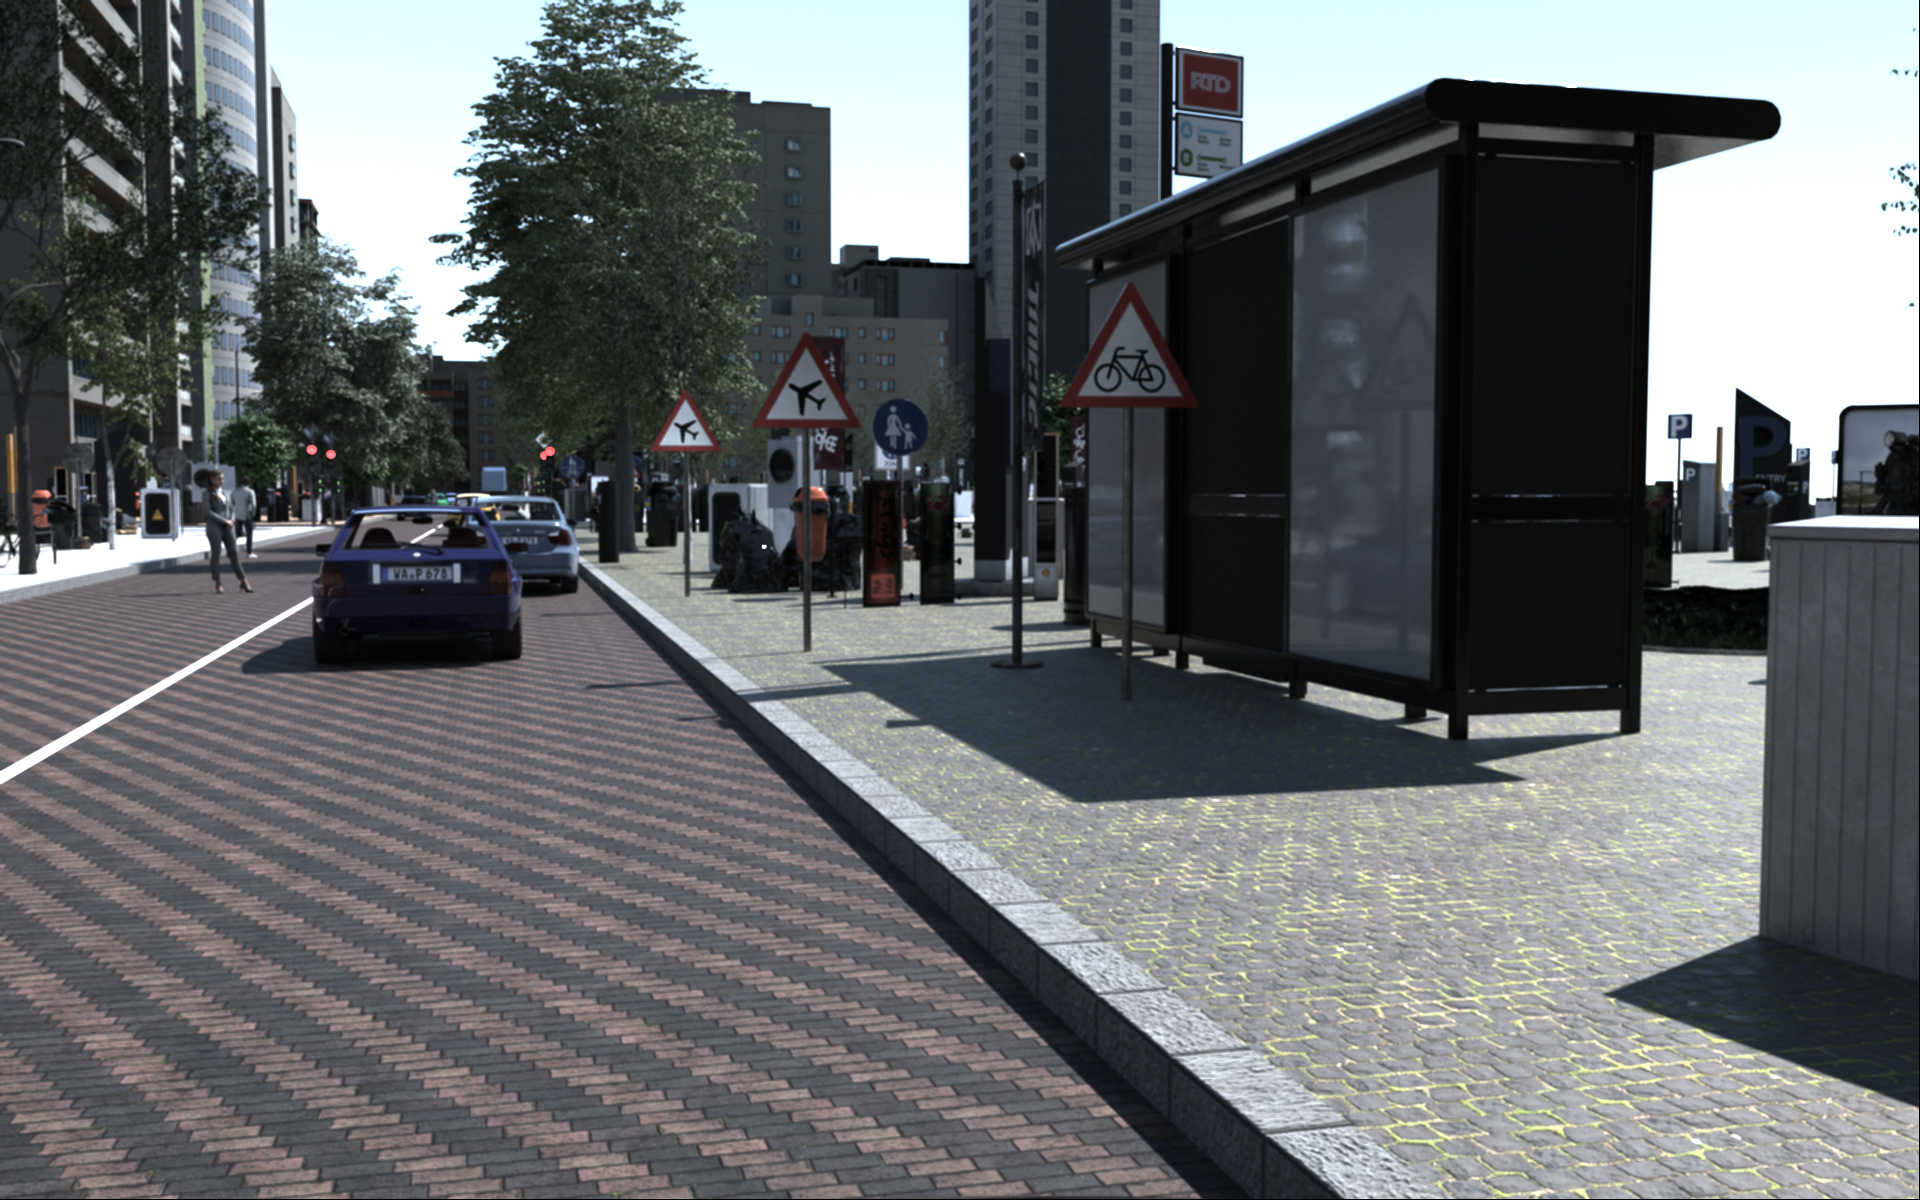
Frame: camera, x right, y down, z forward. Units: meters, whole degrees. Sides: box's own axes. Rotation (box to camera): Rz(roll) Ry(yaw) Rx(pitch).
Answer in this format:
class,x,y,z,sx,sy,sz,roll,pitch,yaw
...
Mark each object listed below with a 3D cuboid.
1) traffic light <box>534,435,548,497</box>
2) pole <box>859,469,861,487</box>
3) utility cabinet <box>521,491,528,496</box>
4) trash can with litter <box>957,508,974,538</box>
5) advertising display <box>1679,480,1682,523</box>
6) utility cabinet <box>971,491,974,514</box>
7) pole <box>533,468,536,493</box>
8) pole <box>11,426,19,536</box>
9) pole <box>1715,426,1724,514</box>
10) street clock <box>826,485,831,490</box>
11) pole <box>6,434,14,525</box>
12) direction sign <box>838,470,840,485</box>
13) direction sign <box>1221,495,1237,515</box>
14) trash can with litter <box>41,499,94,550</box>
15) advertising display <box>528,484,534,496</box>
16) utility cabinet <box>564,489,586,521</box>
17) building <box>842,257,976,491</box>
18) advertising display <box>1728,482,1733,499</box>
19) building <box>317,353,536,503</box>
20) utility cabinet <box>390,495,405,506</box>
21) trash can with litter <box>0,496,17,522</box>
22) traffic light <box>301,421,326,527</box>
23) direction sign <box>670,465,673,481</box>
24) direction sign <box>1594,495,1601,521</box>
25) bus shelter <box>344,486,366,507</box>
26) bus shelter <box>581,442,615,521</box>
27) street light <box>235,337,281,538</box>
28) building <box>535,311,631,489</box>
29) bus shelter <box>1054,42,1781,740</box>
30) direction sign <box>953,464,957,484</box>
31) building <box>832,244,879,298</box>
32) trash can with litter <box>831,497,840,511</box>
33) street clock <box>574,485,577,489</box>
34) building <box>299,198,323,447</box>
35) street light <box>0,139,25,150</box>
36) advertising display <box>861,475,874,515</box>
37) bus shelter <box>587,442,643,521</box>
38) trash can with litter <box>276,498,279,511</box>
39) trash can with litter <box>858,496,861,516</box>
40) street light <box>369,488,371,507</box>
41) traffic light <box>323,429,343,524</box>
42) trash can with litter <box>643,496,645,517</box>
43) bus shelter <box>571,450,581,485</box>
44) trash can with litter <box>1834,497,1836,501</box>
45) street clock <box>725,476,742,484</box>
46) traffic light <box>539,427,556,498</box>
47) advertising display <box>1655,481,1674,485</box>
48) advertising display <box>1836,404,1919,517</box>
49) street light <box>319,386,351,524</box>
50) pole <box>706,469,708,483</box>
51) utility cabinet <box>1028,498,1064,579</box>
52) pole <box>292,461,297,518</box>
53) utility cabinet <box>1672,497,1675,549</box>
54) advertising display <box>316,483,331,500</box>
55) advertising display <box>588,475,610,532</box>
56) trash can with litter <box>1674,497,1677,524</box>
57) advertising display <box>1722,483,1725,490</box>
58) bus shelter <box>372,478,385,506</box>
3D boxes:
class,x,y,z,sx,sy,sz,roll,pitch,yaw
traffic light,-18.437,-5.375,76.805,0.839,4.253,0.868,-1,4,-15
pole,-8.224,-9.068,142.099,0.158,3.312,0.155,0,3,0
utility cabinet,-36.128,-8.283,144.111,0.318,1.500,1.173,0,4,8
trash can with litter,0.463,-2.435,51.207,1.055,1.170,0.624,-1,4,-9
advertising display,32.312,-4.425,77.556,0.123,1.923,0.974,2,4,27
utility cabinet,0.363,-6.298,111.650,1.173,1.500,0.318,0,4,0
pole,-33.130,-8.633,135.000,0.158,3.312,0.155,0,3,0
pole,-28.052,-3.537,51.674,0.158,3.312,0.155,0,3,0
pole,22.825,-3.563,52.100,0.158,3.312,0.155,0,3,0
street clock,-10.892,-8.530,144.031,0.471,2.002,0.358,2,4,25
pole,-32.215,-3.973,58.795,0.158,3.312,0.155,0,3,0
direction sign,-6.672,-6.364,96.047,0.379,3.537,0.876,1,4,9
direction sign,3.257,-1.795,21.344,0.379,3.537,0.876,-1,4,-14
trash can with litter,-20.624,-1.753,40.042,0.624,1.170,1.055,1,4,15
advertising display,-28.285,-6.668,114.230,0.123,1.923,0.974,-2,4,-28
utility cabinet,-17.948,-4.411,80.792,0.318,1.500,1.173,2,4,27
building,-6.505,-27.141,215.459,14.107,30.474,14.160,-1,4,-15
advertising display,42.348,-5.453,94.374,0.123,1.923,0.974,-3,5,-40
building,-77.590,-25.044,254.504,28.899,21.520,27.650,-1,4,-15
utility cabinet,-41.686,-7.173,128.432,1.020,1.237,0.306,-1,4,-19
trash can with litter,-43.862,-4.180,79.403,2.233,1.210,1.678,1,4,10
traffic light,-24.931,-4.763,66.794,0.839,4.253,0.868,-1,4,-15
direction sign,-22.214,-8.751,135.081,0.379,3.537,0.876,3,5,44
direction sign,6.947,-1.641,18.829,0.876,3.537,0.379,3,4,37
bus shelter,-41.759,-7.864,119.866,1.731,3.624,6.357,-1,4,-15
bus shelter,-16.445,-5.456,80.494,1.731,3.624,6.357,-1,4,-15
street light,-20.745,-4.811,51.195,1.470,5.913,1.316,-1,4,-15
building,-54.921,-29.418,252.686,14.107,30.474,14.160,-1,4,-15
bus shelter,2.239,-2.175,13.191,2.179,5.291,8.768,-1,4,-15
direction sign,-0.143,-8.419,129.649,0.876,3.537,0.379,1,4,22
building,-15.530,-35.518,272.595,23.993,40.220,32.217,-1,4,-15
trash can with litter,-4.905,-2.585,53.321,1.678,1.210,2.233,2,4,26
street clock,-31.511,-8.398,141.870,0.358,2.002,0.471,-2,4,-35
building,-105.312,-36.035,243.792,28.867,44.769,22.147,-1,4,-15
street light,-12.931,-3.067,22.683,1.470,5.913,1.316,-1,4,-15
advertising display,-3.103,-3.232,58.061,0.123,1.923,0.974,-1,4,-21
bus shelter,-13.300,-4.486,67.271,2.014,3.302,5.546,-1,4,-15
trash can with litter,-32.368,-4.338,82.316,0.624,1.170,1.055,-3,5,-40
trash can with litter,-4.065,-4.256,80.648,2.233,1.210,1.678,-1,4,-20
street light,-34.711,-8.006,103.446,1.470,5.913,1.316,-1,4,-15
traffic light,-26.994,-5.235,74.509,0.839,4.253,0.868,-1,4,-15
trash can with litter,-17.781,-5.151,95.605,0.624,1.170,1.055,2,4,29
bus shelter,-20.187,-6.319,94.592,1.731,3.624,6.357,-1,4,-15
trash can with litter,42.268,-4.458,83.940,1.678,1.210,2.233,-3,5,-39
street clock,-8.850,-3.898,68.297,0.358,2.002,0.471,3,4,36
traffic light,-16.373,-4.903,69.090,0.839,4.253,0.868,-1,4,-15
advertising display,33.686,-4.749,82.864,0.123,1.923,0.974,-2,4,-33
advertising display,6.805,-0.439,12.390,0.974,1.923,0.123,2,4,30
street light,-26.838,-6.232,74.439,1.470,5.913,1.316,-1,4,-15
pole,-20.809,-9.091,142.485,0.158,3.312,0.155,0,3,0
utility cabinet,1.255,-0.932,26.405,1.020,1.237,0.306,3,5,43
pole,-36.299,-6.151,94.414,0.158,3.312,0.155,0,3,0
utility cabinet,16.678,-1.839,41.237,0.306,1.237,1.020,0,4,3
advertising display,-37.099,-5.865,101.110,0.974,1.923,0.123,-3,5,-45
advertising display,-12.206,-3.267,58.633,0.123,1.923,0.974,2,4,31
trash can with litter,23.964,-2.919,59.107,1.055,1.170,0.624,3,4,37
advertising display,45.869,-6.078,104.582,0.974,1.923,0.123,-3,4,-38
bus shelter,-45.413,-8.615,134.774,2.014,3.302,5.546,-1,4,-15
